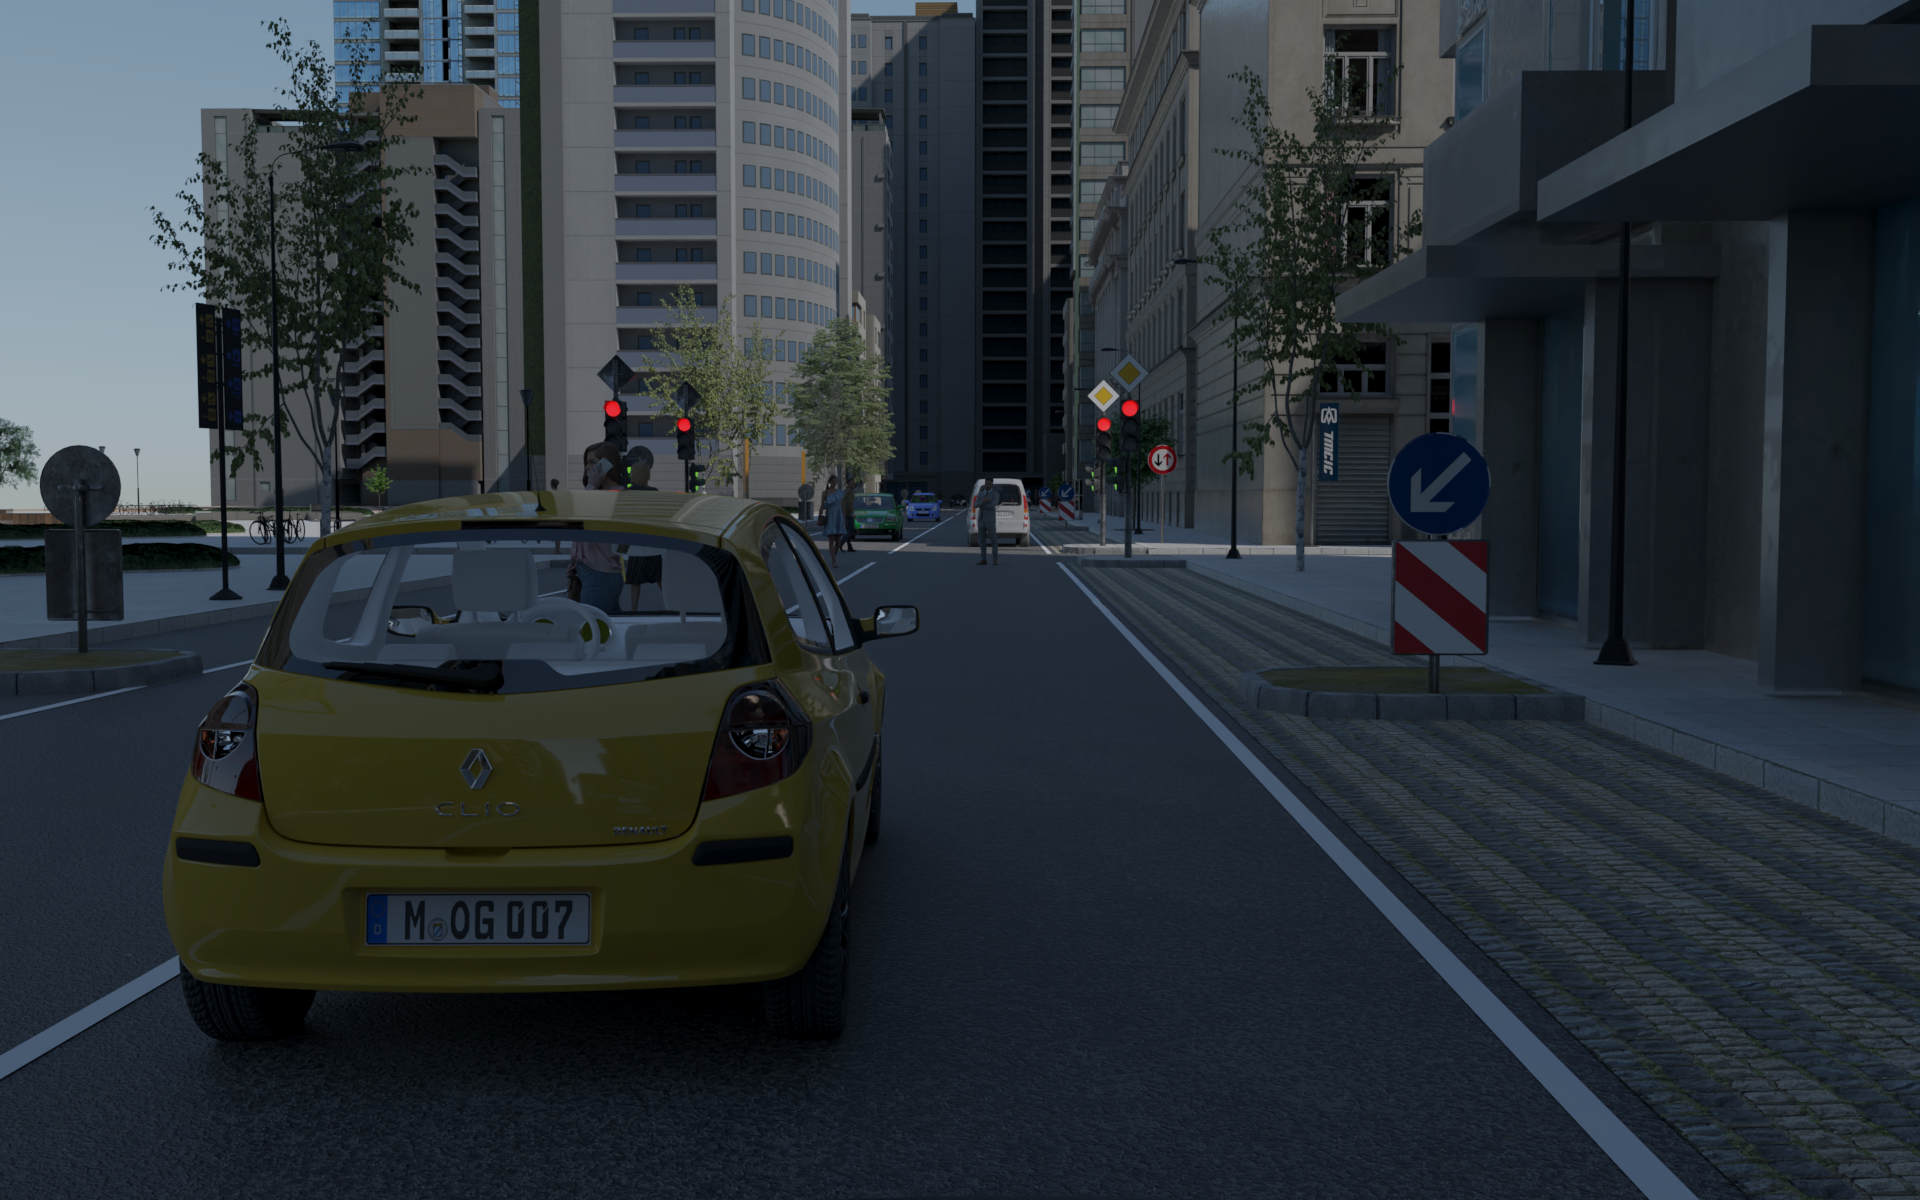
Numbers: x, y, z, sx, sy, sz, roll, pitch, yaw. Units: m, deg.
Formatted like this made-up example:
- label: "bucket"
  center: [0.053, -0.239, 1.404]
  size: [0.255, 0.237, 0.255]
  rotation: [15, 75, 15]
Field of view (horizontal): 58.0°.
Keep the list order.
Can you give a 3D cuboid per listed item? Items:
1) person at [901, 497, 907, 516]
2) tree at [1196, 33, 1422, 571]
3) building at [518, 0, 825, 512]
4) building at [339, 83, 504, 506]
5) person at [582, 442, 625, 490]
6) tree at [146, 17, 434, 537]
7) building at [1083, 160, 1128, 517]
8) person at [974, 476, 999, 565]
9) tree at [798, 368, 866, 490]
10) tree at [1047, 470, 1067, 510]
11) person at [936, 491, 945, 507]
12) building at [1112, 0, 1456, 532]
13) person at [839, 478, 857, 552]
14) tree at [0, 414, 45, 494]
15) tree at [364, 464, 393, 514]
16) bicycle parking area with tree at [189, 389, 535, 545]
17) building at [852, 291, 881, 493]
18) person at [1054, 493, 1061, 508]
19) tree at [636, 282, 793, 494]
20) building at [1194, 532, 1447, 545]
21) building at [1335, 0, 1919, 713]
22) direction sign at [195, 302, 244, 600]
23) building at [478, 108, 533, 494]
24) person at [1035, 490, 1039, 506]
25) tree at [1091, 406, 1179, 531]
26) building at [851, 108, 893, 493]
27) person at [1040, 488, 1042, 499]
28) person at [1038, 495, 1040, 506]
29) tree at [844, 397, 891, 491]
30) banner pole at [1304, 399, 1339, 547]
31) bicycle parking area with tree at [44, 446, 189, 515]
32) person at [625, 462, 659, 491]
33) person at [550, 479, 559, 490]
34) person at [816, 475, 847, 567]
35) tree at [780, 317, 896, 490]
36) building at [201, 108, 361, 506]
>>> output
- label: "person"
  center: [-3.661, -6.154, 113.805]
  size: [0.352, 1.250, 0.332]
  rotation: [-3, 5, -44]
- label: "tree"
  center: [5.772, -4.797, 28.786]
  size: [4.737, 8.622, 4.395]
  rotation: [0, 3, 0]
- label: "building"
  center: [-19.912, -36.101, 132.254]
  size: [21.231, 58.520, 28.212]
  rotation: [0, 4, 1]
- label: "building"
  center: [-56.835, -32.806, 186.486]
  size: [14.200, 45.320, 14.600]
  rotation: [0, 4, 1]
- label: "person"
  center: [-2.137, -0.097, 10.678]
  size: [0.643, 1.750, 0.593]
  rotation: [-1, 4, -16]
- label: "tree"
  center: [-9.996, -4.674, 26.782]
  size: [4.737, 8.622, 4.395]
  rotation: [0, 3, 0]
- label: "building"
  center: [14.790, -16.141, 105.699]
  size: [13.314, 21.916, 24.055]
  rotation: [0, 4, 1]
- label: "person"
  center: [0.532, -1.609, 34.992]
  size: [0.511, 1.800, 0.466]
  rotation: [1, 4, 13]
- label: "tree"
  center: [-7.685, -9.275, 102.001]
  size: [4.360, 8.622, 3.978]
  rotation: [0, 3, 0]
- label: "tree"
  center: [7.710, -8.823, 138.861]
  size: [1.663, 3.219, 1.824]
  rotation: [0, 3, 0]
- label: "person"
  center: [-1.979, -9.603, 166.232]
  size: [1.217, 1.735, 0.721]
  rotation: [-1, 4, -21]
- label: "building"
  center: [15.877, -14.956, 77.807]
  size: [16.112, 22.955, 30.059]
  rotation: [0, 4, 1]
- label: "person"
  center: [-2.756, -2.097, 42.692]
  size: [0.656, 1.842, 0.836]
  rotation: [2, 4, 35]
- label: "tree"
  center: [-62.800, -8.362, 99.625]
  size: [11.467, 7.101, 20.602]
  rotation: [0, 4, 5]
- label: "tree"
  center: [-36.944, -7.061, 110.055]
  size: [1.663, 3.219, 1.824]
  rotation: [0, 3, 0]
- label: "bicycle parking area with tree"
  center: [-14.462, -3.683, 47.227]
  size: [8.231, 4.147, 9.016]
  rotation: [1, 4, 11]
- label: "building"
  center: [-22.171, -19.382, 161.932]
  size: [27.650, 21.520, 28.899]
  rotation: [0, 4, 1]
- label: "person"
  center: [8.666, -9.029, 154.213]
  size: [0.434, 1.755, 0.990]
  rotation: [-3, 4, -36]
- label: "tree"
  center: [-8.916, -6.682, 59.608]
  size: [4.737, 8.622, 4.395]
  rotation: [0, 3, 0]
- label: "building"
  center: [21.900, -13.225, 49.511]
  size: [30.059, 22.955, 16.112]
  rotation: [0, 4, 1]
- label: "building"
  center: [15.559, -23.748, 7.895]
  size: [23.786, 49.044, 30.456]
  rotation: [0, 4, 1]
- label: "direction sign"
  center: [-8.932, -1.772, 20.968]
  size: [0.379, 3.537, 0.876]
  rotation: [1, 4, 10]
- label: "building"
  center: [-42.691, -30.759, 186.502]
  size: [14.086, 41.232, 14.154]
  rotation: [0, 4, 1]
- label: "person"
  center: [8.213, -10.949, 185.619]
  size: [0.434, 1.755, 0.990]
  rotation: [-1, 4, -16]
- label: "tree"
  center: [6.109, -4.732, 61.088]
  size: [4.285, 4.588, 4.351]
  rotation: [0, 3, 0]
- label: "building"
  center: [-14.314, -30.734, 186.091]
  size: [14.086, 41.232, 14.154]
  rotation: [0, 4, 1]
- label: "person"
  center: [7.639, -9.565, 162.372]
  size: [0.705, 1.831, 1.348]
  rotation: [0, 4, 0]
- label: "person"
  center: [8.848, -11.439, 193.865]
  size: [0.721, 1.735, 1.217]
  rotation: [0, 4, 3]
- label: "tree"
  center: [-7.169, -10.947, 129.344]
  size: [4.737, 8.622, 4.395]
  rotation: [0, 3, 0]
- label: "banner pole"
  center: [8.748, -3.171, 41.869]
  size: [0.863, 3.779, 0.401]
  rotation: [0, 4, 3]
- label: "bicycle parking area with tree"
  center: [-51.268, -7.285, 106.112]
  size: [9.016, 4.147, 8.231]
  rotation: [1, 4, 9]
- label: "person"
  center: [-3.238, -0.673, 19.714]
  size: [1.509, 1.804, 0.699]
  rotation: [1, 4, 9]
- label: "person"
  center: [-9.229, -1.870, 39.417]
  size: [0.374, 1.781, 0.599]
  rotation: [0, 4, -2]
- label: "person"
  center: [-2.517, -1.548, 33.898]
  size: [0.616, 1.811, 0.778]
  rotation: [-1, 4, -13]
- label: "tree"
  center: [-7.960, -11.839, 111.688]
  size: [7.486, 12.596, 7.792]
  rotation: [0, 3, 0]
- label: "building"
  center: [-71.449, -30.775, 186.770]
  size: [14.086, 41.232, 14.154]
  rotation: [0, 4, 1]
